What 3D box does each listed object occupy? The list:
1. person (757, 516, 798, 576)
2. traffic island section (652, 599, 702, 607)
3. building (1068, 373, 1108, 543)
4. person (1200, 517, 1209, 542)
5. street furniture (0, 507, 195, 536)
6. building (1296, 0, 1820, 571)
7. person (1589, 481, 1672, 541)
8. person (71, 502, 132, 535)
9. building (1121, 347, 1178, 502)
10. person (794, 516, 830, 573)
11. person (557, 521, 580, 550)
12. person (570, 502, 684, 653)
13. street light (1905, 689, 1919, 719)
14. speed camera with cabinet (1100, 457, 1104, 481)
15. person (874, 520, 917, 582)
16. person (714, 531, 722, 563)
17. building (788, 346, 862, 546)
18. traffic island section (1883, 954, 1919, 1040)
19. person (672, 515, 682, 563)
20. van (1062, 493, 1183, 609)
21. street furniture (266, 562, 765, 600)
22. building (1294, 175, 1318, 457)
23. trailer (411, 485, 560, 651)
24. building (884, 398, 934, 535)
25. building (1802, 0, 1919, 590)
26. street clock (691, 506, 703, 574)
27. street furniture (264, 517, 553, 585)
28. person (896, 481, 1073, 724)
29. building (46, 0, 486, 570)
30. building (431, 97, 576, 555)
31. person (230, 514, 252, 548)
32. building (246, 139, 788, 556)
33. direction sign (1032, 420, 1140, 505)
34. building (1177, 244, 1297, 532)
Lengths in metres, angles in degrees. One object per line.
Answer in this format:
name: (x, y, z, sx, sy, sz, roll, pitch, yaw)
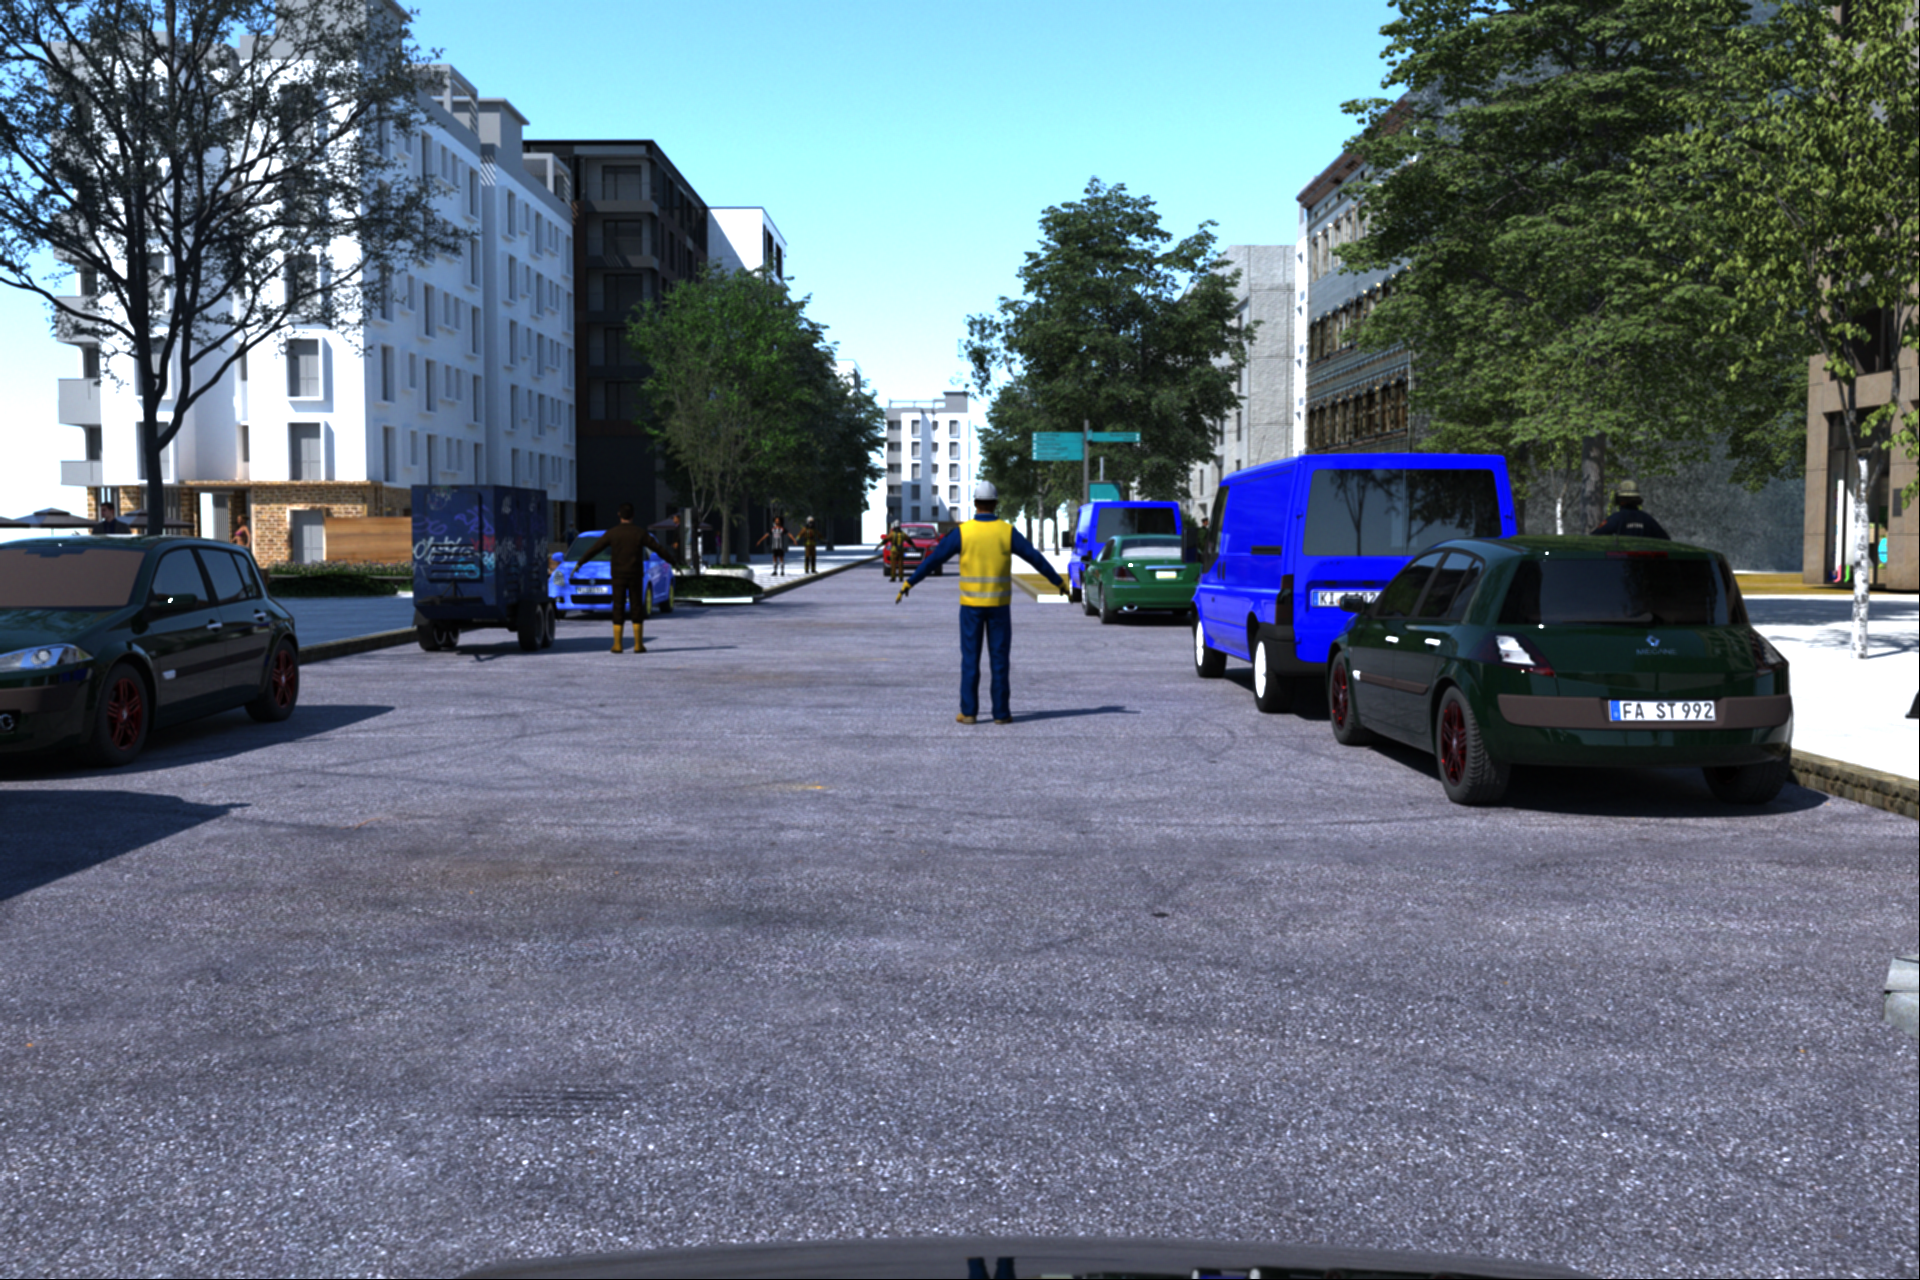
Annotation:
person: (-5.591, -2.879, 53.212, 1.345, 1.843, 0.704, 1, 4, 16)
traffic island section: (-6.236, -0.729, 34.785, 1.991, 0.108, 1.994, 0, 4, -1)
building: (21.980, -22.181, 193.590, 19.493, 23.208, 18.063, 0, 3, 0)
person: (8.162, -3.155, 57.513, 0.705, 1.837, 1.347, 1, 4, 17)
street furniture: (-27.733, -2.273, 42.198, 14.083, 1.986, 27.439, 0, 4, -1)
building: (24.888, -14.562, 69.025, 19.493, 23.208, 18.063, 0, 4, -1)
person: (7.081, -0.769, 18.443, 1.351, 1.845, 0.704, 0, 4, -7)
person: (-12.696, -1.170, 25.699, 0.617, 1.759, 0.750, 1, 4, 9)
building: (25.052, -18.244, 164.739, 16.747, 18.905, 31.486, 0, 4, -1)
person: (-4.865, -3.100, 56.448, 1.354, 1.858, 0.705, -3, 4, -36)
person: (-16.807, -4.230, 75.012, 1.347, 1.847, 0.705, 0, 4, 6)
person: (-4.009, -0.751, 20.874, 1.346, 1.812, 0.704, -1, 4, -10)
street light: (7.314, -2.409, 11.925, 1.470, 5.913, 1.316, 0, 4, 0)
speed camera with cabinet: (3.860, -3.025, 43.800, 0.660, 3.252, 2.038, 0, 4, -2)
person: (-1.898, -2.677, 51.997, 1.354, 1.858, 0.705, -1, 4, -21)
person: (-10.155, -3.909, 73.175, 0.599, 1.433, 0.991, 0, 4, -1)
building: (-26.343, -21.832, 200.931, 27.936, 21.610, 32.646, 0, 4, 0)
traffic island section: (3.708, 1.111, 4.702, 1.991, 0.108, 1.994, 0, 4, 0)
person: (-7.686, -2.501, 47.120, 0.704, 1.802, 1.346, -1, 4, -12)
van: (3.256, -1.849, 34.607, 2.240, 2.365, 5.245, 0, 4, -1)
street furniture: (-9.039, -1.281, 36.577, 10.072, 0.657, 5.734, 0, 4, 2)
building: (23.209, -14.450, 92.672, 16.016, 20.090, 11.380, 0, 4, -1)
trailer: (-5.865, -0.840, 20.783, 1.471, 1.999, 3.904, 0, 4, 0)
building: (-9.798, -22.888, 233.091, 11.380, 20.090, 16.016, 0, 4, 1)
building: (29.749, -13.478, 23.562, 19.350, 26.588, 34.151, 0, 4, 0)
street clock: (-6.850, -2.470, 44.956, 0.358, 2.002, 0.471, 0, 4, 1)
street furniture: (-15.233, -2.420, 46.420, 9.812, 1.723, 11.010, 2, 4, 23)
person: (0.190, -0.287, 13.126, 1.349, 1.833, 0.705, 0, 4, -2)
building: (-25.057, -12.474, 60.373, 16.016, 20.090, 11.380, 0, 3, 0)
building: (-24.709, -13.462, 76.529, 16.016, 20.090, 11.380, 0, 4, -1)
person: (-16.547, -2.016, 39.770, 0.721, 1.733, 1.217, -3, 5, -44)
building: (-26.265, -16.053, 106.443, 27.936, 21.610, 32.646, 0, 4, 1)
direction sign: (2.964, -3.133, 39.986, 2.525, 3.948, 1.411, 0, 4, -1)
building: (24.784, -15.170, 114.492, 16.747, 18.905, 31.486, 0, 4, 0)
